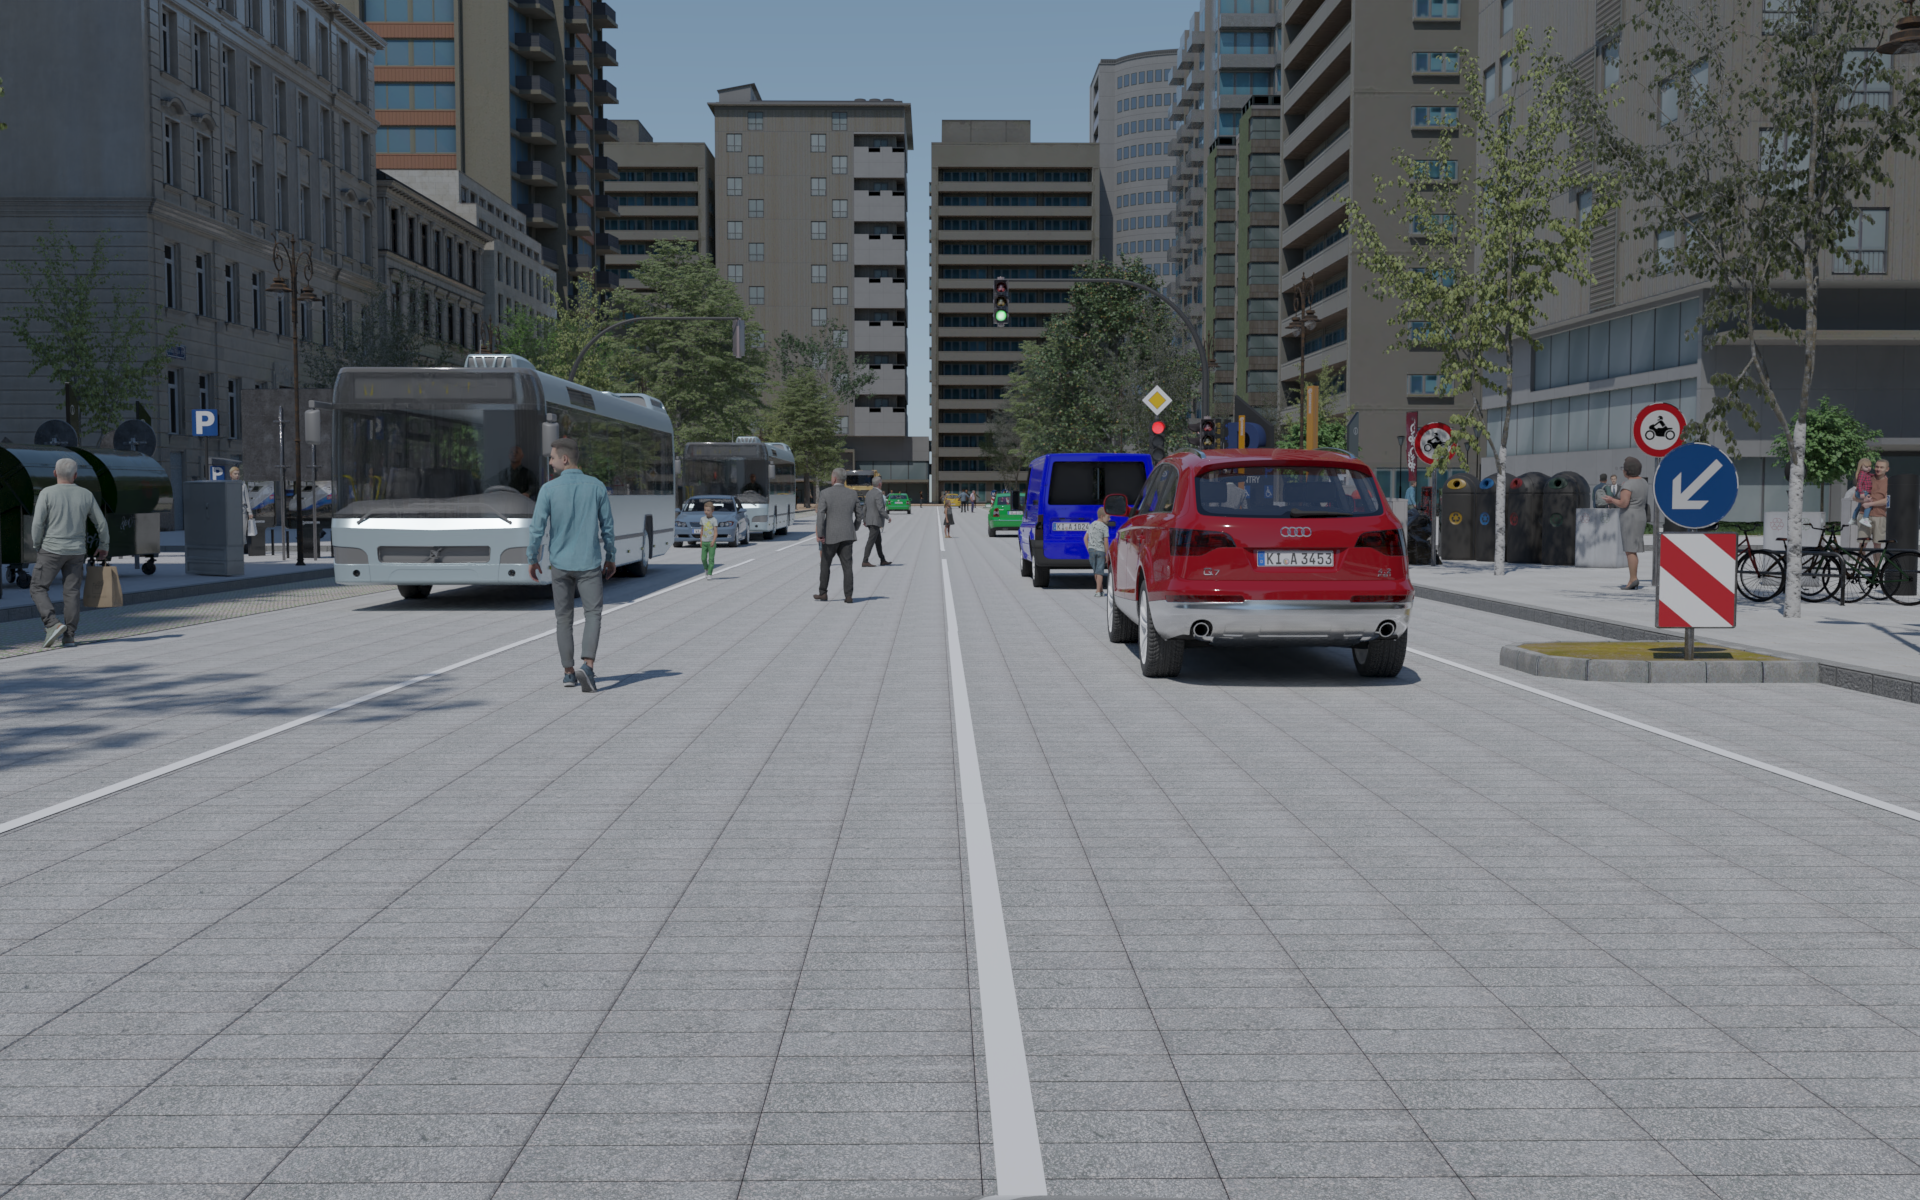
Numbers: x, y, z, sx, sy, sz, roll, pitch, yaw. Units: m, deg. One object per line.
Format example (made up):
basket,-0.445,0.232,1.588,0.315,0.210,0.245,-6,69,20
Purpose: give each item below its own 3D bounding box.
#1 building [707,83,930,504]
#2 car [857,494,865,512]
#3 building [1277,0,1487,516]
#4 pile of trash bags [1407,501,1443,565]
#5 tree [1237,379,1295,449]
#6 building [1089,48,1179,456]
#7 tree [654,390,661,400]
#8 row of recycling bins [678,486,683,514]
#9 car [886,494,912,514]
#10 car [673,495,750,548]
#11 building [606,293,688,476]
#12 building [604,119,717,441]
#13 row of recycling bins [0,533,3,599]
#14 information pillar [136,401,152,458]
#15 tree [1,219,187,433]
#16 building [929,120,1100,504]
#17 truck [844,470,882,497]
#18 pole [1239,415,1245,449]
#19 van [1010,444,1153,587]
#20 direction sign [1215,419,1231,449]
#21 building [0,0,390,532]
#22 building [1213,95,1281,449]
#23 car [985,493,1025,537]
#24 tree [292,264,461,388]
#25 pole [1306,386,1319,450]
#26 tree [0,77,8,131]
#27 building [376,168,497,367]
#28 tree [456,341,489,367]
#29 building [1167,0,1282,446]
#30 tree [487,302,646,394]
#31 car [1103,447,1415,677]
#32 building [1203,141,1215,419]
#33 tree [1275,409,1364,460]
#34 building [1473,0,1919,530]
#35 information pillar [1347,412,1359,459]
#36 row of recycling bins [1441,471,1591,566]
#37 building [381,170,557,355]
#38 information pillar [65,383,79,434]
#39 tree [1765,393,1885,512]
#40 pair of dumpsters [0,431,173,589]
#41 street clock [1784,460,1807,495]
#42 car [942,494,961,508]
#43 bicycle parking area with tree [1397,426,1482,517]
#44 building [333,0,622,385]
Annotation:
building,-17.885,-39.255,231.052,27.495,52.752,28.713,0,4,-1
car,-8.060,-7.549,133.217,2.009,1.686,4.222,0,4,0
building,32.718,-29.637,108.268,21.300,48.544,21.600,0,4,-1
pile of trash bags,7.830,-1.403,32.689,1.912,1.369,3.447,0,4,1
tree,19.562,-9.825,110.995,4.360,8.622,3.978,0,3,0
building,31.700,-41.904,227.134,28.212,58.520,21.231,0,4,-1
tree,-22.753,-9.890,112.064,4.737,8.622,4.395,0,3,0
row of recycling bins,-14.463,-4.909,87.367,3.534,1.692,1.069,1,4,10
car,-4.415,-7.051,124.081,1.959,1.807,4.718,0,4,-2
car,-6.855,-2.199,47.961,2.014,1.417,4.499,0,4,-1
building,-42.648,-19.711,167.317,28.899,21.520,27.650,0,4,-1
building,-42.434,-36.921,227.367,21.600,48.544,21.300,0,4,-1
row of recycling bins,-13.384,-0.826,20.616,3.534,1.692,1.069,-1,4,-18
information pillar,-20.559,-3.200,43.680,0.183,3.616,0.504,1,4,11
tree,-23.763,-5.931,47.341,4.737,8.622,4.395,0,3,0
building,6.765,-36.932,227.546,21.600,48.544,21.300,0,4,-1
truck,-7.964,-8.909,141.593,3.469,3.379,9.791,0,3,0
pole,7.317,-3.131,45.027,0.158,3.312,0.155,0,3,0
van,2.016,-1.460,28.258,2.240,2.365,5.245,0,4,-1
direction sign,7.918,-3.690,52.328,0.379,3.537,0.876,3,5,43
building,-32.918,-16.660,69.651,12.463,27.353,25.104,0,4,-1
building,27.311,-21.849,128.940,14.160,30.474,14.107,0,4,-1
car,1.839,-3.061,58.836,1.959,1.807,4.718,0,4,0
tree,-18.032,-6.396,54.940,4.360,8.622,3.978,0,3,0
pole,6.657,-2.381,32.775,0.158,3.312,0.155,0,3,0
tree,-12.520,-4.178,18.669,4.737,8.622,4.395,0,3,0
building,-32.351,-13.932,92.414,10.561,19.102,19.286,0,4,-1
tree,-23.293,-8.081,82.480,4.737,8.622,4.395,0,3,0
building,31.898,-33.384,165.442,23.786,49.044,30.456,0,4,-1
tree,-22.718,-10.329,94.639,9.928,11.665,9.643,0,3,0
car,2.440,-0.392,15.085,2.281,1.827,5.304,0,4,0
building,26.984,-22.710,143.018,14.160,30.474,14.107,0,4,-1
tree,13.730,-5.063,66.487,4.285,4.588,4.351,0,3,0
building,38.712,-29.537,72.167,27.495,52.752,28.713,0,4,-1
information pillar,11.127,-3.532,49.110,0.504,3.616,0.183,-3,5,-44
row of recycling bins,10.405,-1.556,32.554,1.069,1.692,3.534,-2,4,-26
building,-32.786,-15.661,110.808,10.420,20.320,16.860,0,4,-1
information pillar,-18.783,-2.774,36.704,0.183,3.616,0.504,0,4,-7
tree,28.152,-4.459,56.617,4.285,4.588,4.351,0,3,0
pair of dumpsters,-13.202,-1.396,25.312,1.574,2.255,4.437,0,4,-1
street clock,17.784,-1.977,36.896,0.471,2.002,0.358,-2,4,-32
car,-0.777,-10.067,174.819,2.015,1.641,3.980,0,4,-1
bicycle parking area with tree,19.452,-5.328,74.117,8.231,4.147,9.016,2,4,27
building,-38.511,-29.265,133.110,22.147,44.769,28.867,0,4,-1
